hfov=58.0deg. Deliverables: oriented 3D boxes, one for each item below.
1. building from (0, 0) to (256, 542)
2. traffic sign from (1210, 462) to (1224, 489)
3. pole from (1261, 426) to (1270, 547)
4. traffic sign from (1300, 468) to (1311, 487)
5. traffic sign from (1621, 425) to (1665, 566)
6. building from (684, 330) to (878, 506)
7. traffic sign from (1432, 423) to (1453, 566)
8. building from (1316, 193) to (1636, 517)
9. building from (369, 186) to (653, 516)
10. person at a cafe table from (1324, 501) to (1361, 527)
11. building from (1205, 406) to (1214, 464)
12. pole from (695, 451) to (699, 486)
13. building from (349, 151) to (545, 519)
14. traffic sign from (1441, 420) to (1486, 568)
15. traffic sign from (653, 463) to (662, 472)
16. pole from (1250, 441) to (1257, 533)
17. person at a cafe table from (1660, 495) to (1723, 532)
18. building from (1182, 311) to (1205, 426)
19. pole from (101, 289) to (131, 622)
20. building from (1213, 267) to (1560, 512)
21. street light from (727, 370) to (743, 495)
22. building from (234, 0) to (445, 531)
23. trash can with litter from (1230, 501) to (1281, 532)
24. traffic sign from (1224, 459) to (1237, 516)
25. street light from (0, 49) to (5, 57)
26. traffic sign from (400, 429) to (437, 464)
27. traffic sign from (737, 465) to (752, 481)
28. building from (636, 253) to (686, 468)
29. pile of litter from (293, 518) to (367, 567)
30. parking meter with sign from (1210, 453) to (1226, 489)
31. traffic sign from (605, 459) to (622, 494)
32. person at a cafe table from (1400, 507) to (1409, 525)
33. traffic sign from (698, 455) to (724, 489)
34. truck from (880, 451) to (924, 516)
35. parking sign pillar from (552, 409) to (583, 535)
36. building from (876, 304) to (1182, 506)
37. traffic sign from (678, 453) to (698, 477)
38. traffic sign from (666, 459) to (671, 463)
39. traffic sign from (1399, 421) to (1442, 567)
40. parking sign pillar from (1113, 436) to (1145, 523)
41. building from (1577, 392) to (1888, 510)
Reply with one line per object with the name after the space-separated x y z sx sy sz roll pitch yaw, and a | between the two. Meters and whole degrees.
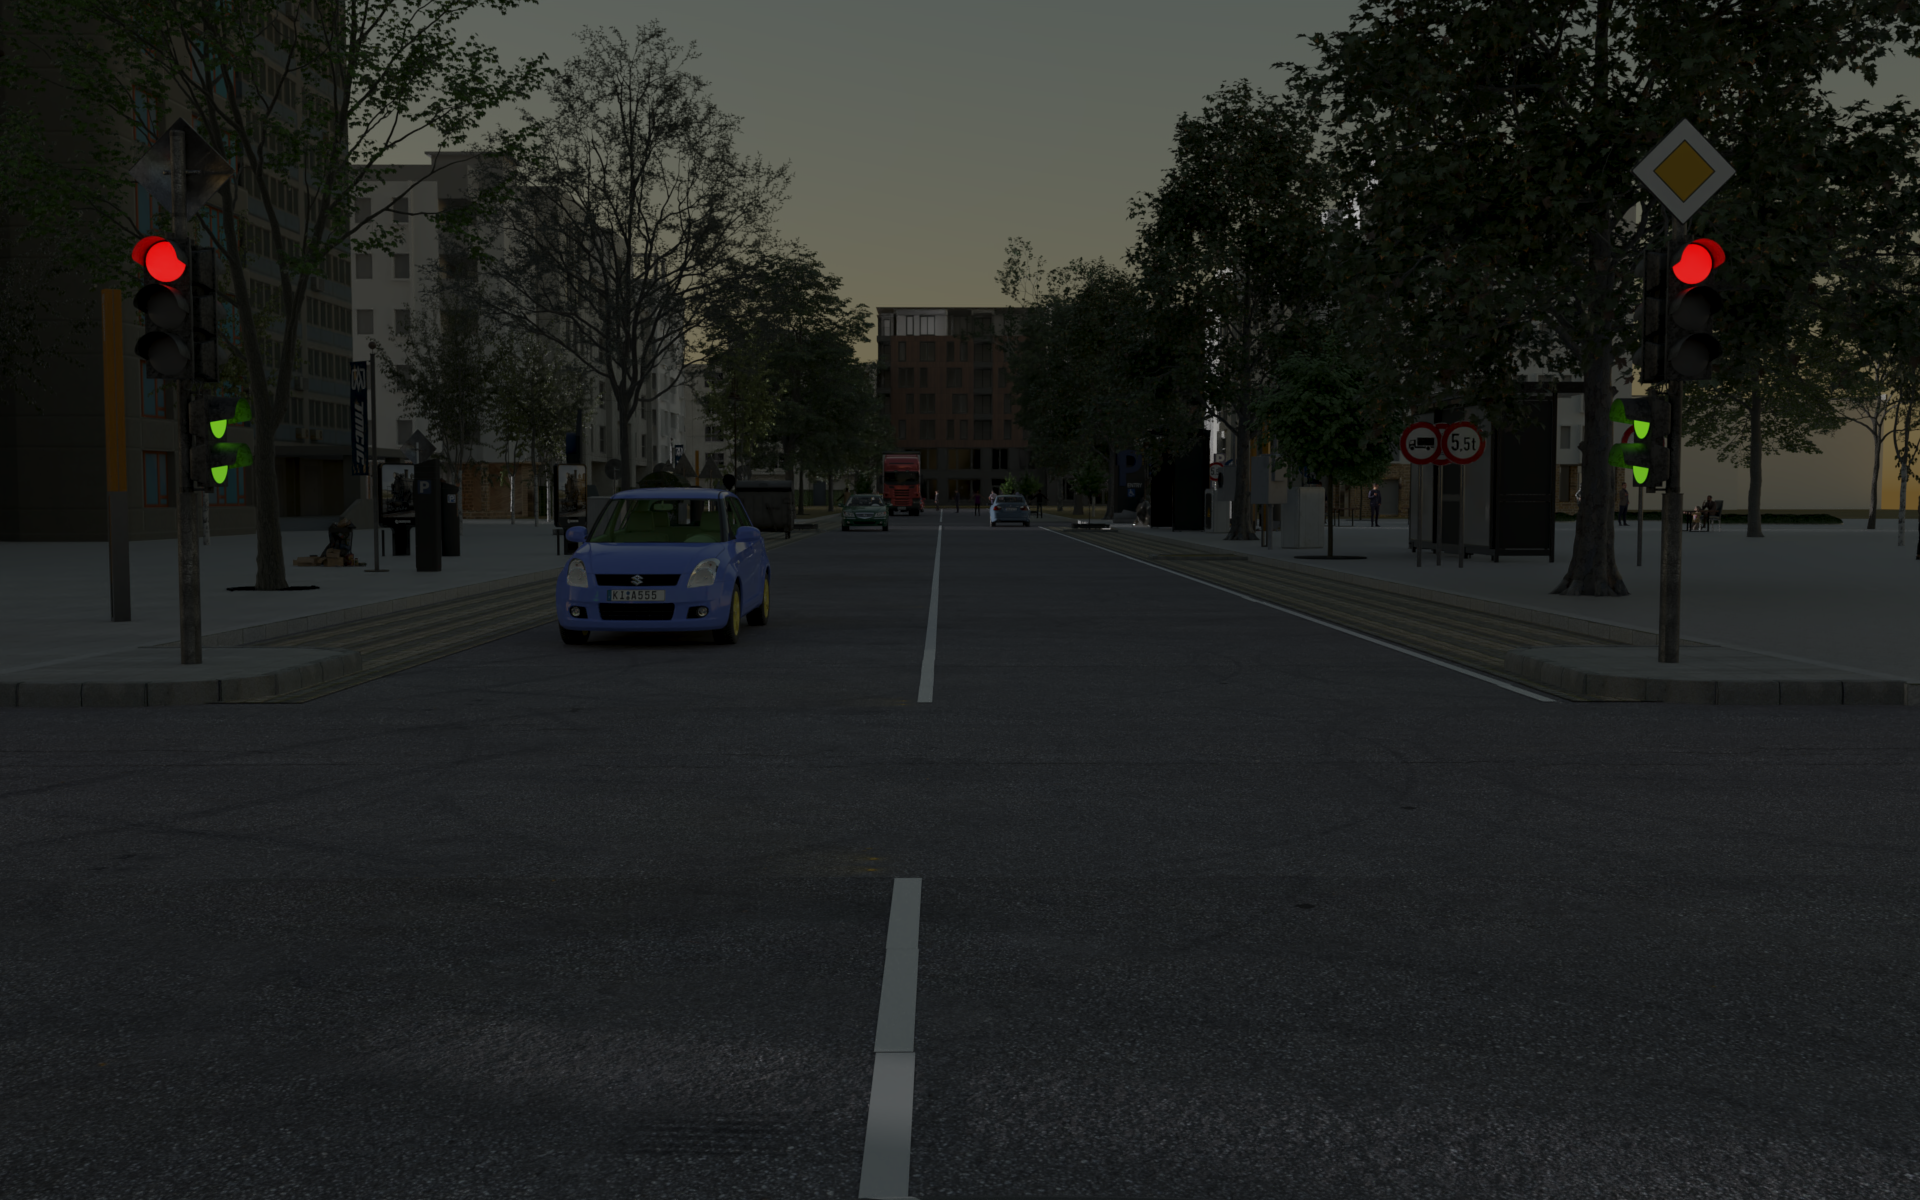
-36.227 -11.940 40.254 27.650 21.520 28.899 0 4 -1 | building
10.099 -4.175 68.362 0.768 2.556 0.104 0 4 6 | traffic sign
7.406 -2.941 41.927 0.158 3.312 0.155 0 3 0 | pole
11.250 -3.401 55.720 0.768 2.556 0.104 1 4 9 | traffic sign
12.092 -1.875 30.755 0.768 2.556 0.104 0 4 4 | traffic sign
-24.952 -20.068 194.564 31.486 18.905 16.747 0 4 -1 | building
8.589 -1.889 30.993 0.768 2.556 0.104 0 4 0 | traffic sign
29.301 -14.986 101.443 16.016 20.091 11.380 0 4 -1 | building
-31.551 -15.225 115.384 16.747 18.905 31.486 0 4 -1 | building
14.633 -3.525 68.491 1.726 1.238 1.698 -2 4 -30 | person at a cafe table
28.828 -17.644 144.892 16.016 20.091 11.380 0 4 -1 | building
-12.305 -5.340 81.144 0.158 3.312 0.155 0 3 0 | pole
-31.535 -14.518 93.785 16.016 20.091 11.380 0 4 -1 | building
8.717 -1.832 30.061 0.768 2.556 0.104 1 4 8 | traffic sign
-12.135 -4.303 70.456 0.768 2.556 0.104 1 4 9 | traffic sign
9.704 -3.885 57.361 0.158 3.312 0.155 0 3 0 | pole
25.332 -2.970 59.426 1.726 1.238 1.698 -1 4 -16 | person at a cafe table
39.713 -21.758 199.718 32.646 21.610 27.936 0 4 -1 | building
-8.460 -1.438 17.362 0.158 3.312 0.155 0 3 0 | pole
28.880 -15.705 123.235 16.747 18.905 31.486 0 4 -1 | building
-8.394 -5.622 64.710 0.468 5.910 1.993 0 4 -1 | street light
-37.768 -22.902 66.326 32.217 40.220 23.993 0 4 -1 | building
10.495 -2.994 60.009 2.233 1.210 1.678 -1 4 -18 | trash can with litter
9.888 -3.826 62.655 0.768 2.556 0.104 0 4 2 | traffic sign
-7.867 -2.472 13.200 0.468 5.910 1.993 0 4 -1 | street light
-11.012 -2.169 35.201 0.795 2.593 0.064 1 4 9 | traffic sign
-9.515 -4.645 76.055 0.768 2.556 0.104 0 4 7 | traffic sign
-28.994 -17.507 142.659 11.380 20.091 16.016 0 4 -1 | building
-11.265 -1.038 30.937 1.176 0.858 1.719 -2 4 -33 | pile of litter
10.880 -4.813 74.953 0.543 3.016 1.738 -1 4 -16 | parking meter with sign
-12.398 -3.797 62.191 0.768 2.556 0.104 1 4 9 | traffic sign
19.275 -3.760 72.339 1.698 1.238 1.726 0 4 3 | person at a cafe table
-8.364 -3.554 58.115 0.884 2.594 0.081 0 4 7 | traffic sign
-3.923 -7.762 115.817 2.839 4.237 11.283 0 4 -2 | truck
-12.103 -4.036 54.458 1.447 3.967 1.447 -1 4 -9 | parking sign pillar
7.063 -21.775 199.992 32.646 21.610 27.936 0 4 -1 | building
-8.683 -3.331 54.460 0.884 2.594 0.081 0 4 5 | traffic sign
-10.845 -3.940 64.423 0.884 2.594 0.081 0 4 0 | traffic sign
8.090 -1.855 30.442 0.768 2.556 0.104 0 4 3 | traffic sign
7.444 -5.359 76.100 1.447 3.967 1.447 -1 4 -18 | parking sign pillar
63.821 -12.488 146.324 28.070 9.664 9.099 0 4 -1 | building
